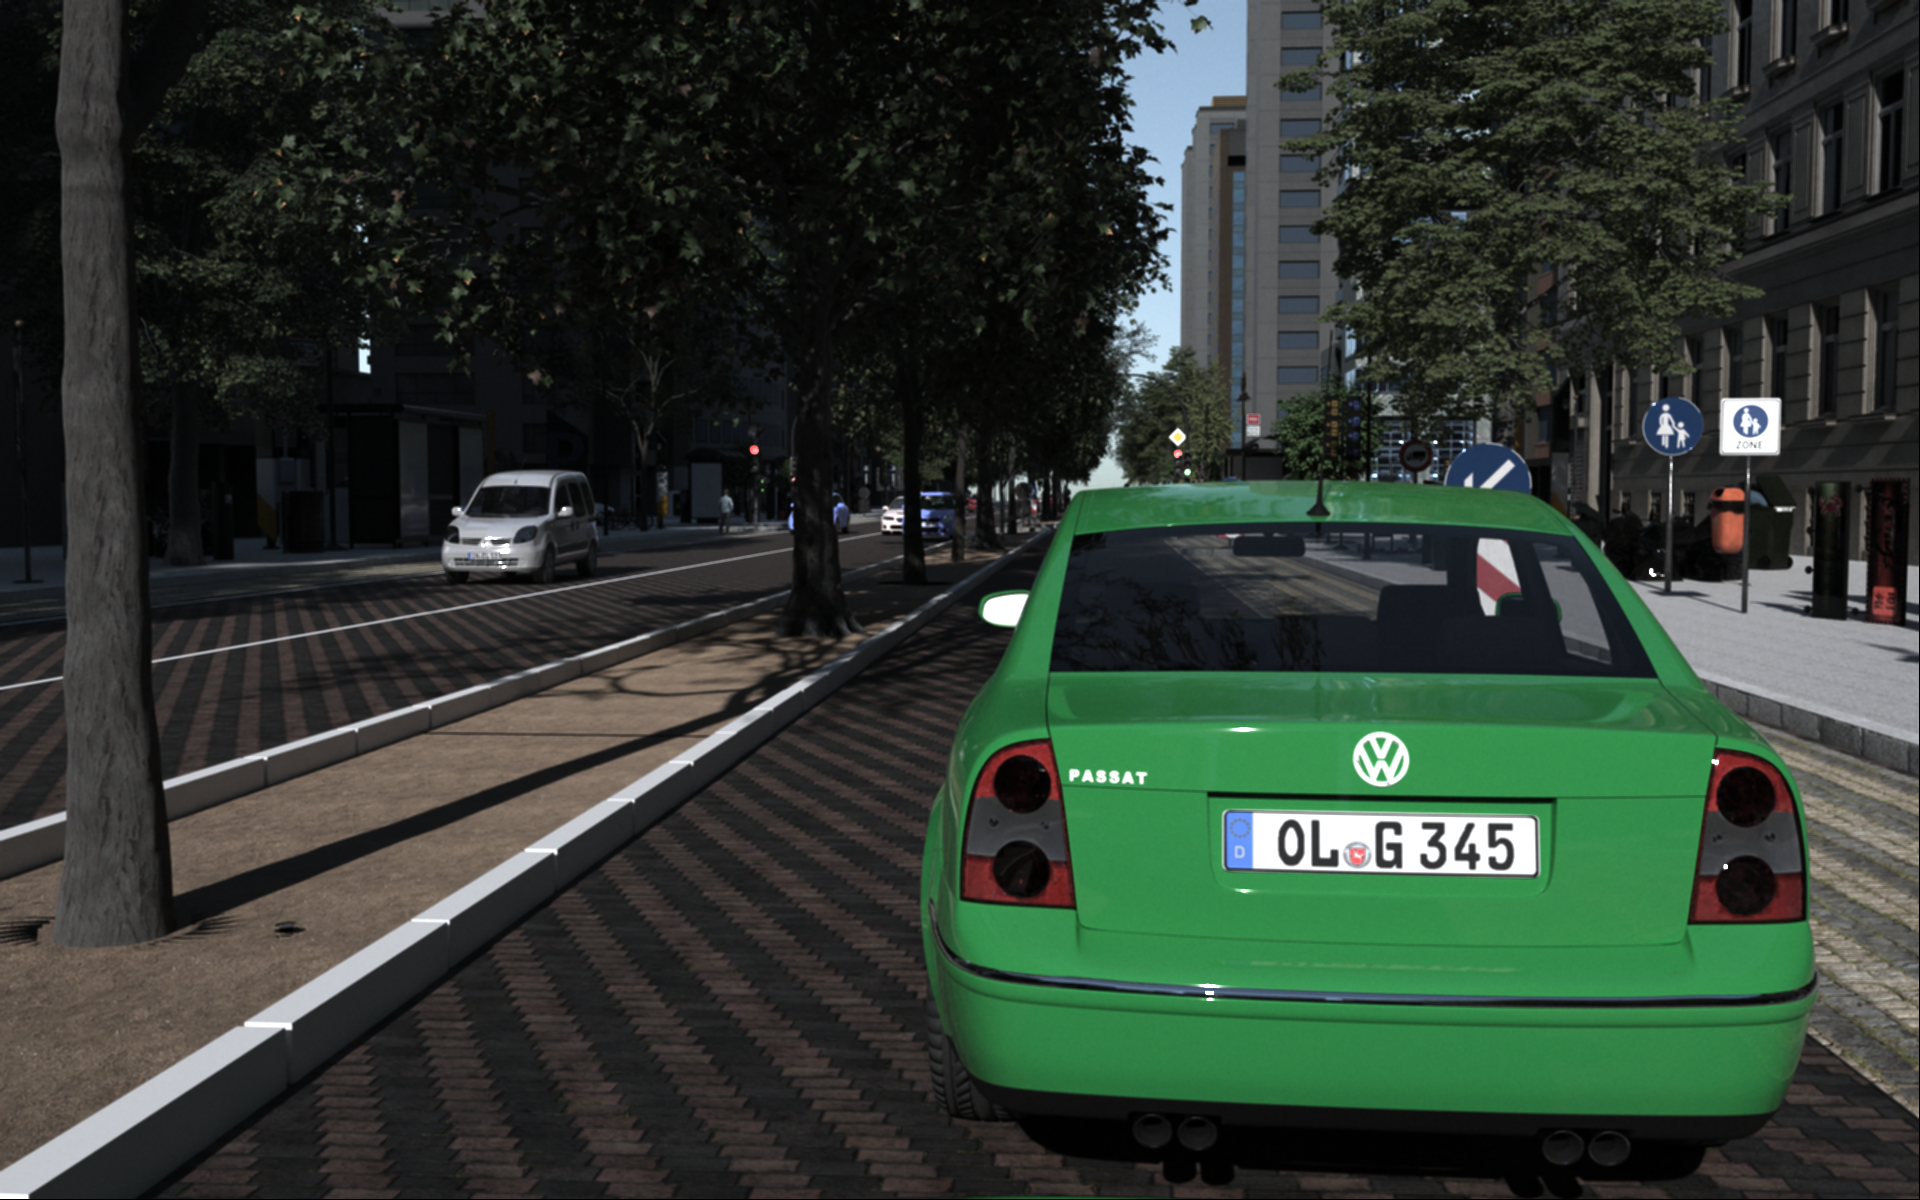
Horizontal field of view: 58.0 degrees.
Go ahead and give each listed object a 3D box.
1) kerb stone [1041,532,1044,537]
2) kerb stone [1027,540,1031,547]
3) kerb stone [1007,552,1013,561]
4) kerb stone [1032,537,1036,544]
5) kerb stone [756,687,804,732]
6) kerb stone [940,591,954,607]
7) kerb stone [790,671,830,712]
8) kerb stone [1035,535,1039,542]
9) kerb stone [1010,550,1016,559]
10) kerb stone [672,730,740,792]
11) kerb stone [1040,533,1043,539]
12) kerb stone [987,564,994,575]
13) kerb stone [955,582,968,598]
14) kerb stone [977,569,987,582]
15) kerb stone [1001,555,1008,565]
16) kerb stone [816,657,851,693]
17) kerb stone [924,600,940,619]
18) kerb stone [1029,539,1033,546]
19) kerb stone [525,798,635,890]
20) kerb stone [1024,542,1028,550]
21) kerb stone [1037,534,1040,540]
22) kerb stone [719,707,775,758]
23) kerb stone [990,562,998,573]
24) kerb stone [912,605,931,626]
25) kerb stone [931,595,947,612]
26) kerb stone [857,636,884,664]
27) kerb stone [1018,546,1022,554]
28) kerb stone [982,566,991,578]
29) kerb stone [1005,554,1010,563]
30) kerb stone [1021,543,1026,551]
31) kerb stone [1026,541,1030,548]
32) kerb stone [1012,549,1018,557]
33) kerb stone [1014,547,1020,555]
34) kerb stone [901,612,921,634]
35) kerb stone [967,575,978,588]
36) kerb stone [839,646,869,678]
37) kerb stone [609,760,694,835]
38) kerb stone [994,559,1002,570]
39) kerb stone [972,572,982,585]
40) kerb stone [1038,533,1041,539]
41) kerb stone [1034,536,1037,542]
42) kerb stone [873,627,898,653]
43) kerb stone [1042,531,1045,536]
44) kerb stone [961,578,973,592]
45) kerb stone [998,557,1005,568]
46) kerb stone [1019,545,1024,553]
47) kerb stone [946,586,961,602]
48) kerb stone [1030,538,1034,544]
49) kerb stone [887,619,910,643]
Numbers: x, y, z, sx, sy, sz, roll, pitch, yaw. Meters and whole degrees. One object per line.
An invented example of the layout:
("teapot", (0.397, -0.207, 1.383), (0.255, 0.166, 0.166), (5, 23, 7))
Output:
("kerb stone", (2.489, -1.986, 54.764), (0.120, 0.150, 1.000), (0, 4, 5))
("kerb stone", (1.731, -1.429, 45.558), (0.120, 0.150, 1.000), (0, 4, 5))
("kerb stone", (0.975, -0.861, 36.367), (0.120, 0.150, 1.000), (0, 4, 5))
("kerb stone", (1.979, -1.614, 48.620), (0.120, 0.150, 1.000), (0, 4, 5))
("kerb stone", (-1.136, 0.694, 10.853), (0.120, 0.150, 1.000), (0, 4, 5))
("kerb stone", (-0.210, 0.015, 22.071), (0.120, 0.150, 1.000), (0, 4, 5))
("kerb stone", (-1.046, 0.634, 11.872), (0.120, 0.150, 1.000), (0, 4, 5))
("kerb stone", (2.152, -1.741, 50.661), (0.120, 0.150, 1.000), (0, 4, 5))
("kerb stone", (1.061, -0.925, 37.389), (0.120, 0.150, 1.000), (0, 4, 5))
("kerb stone", (-1.297, 0.819, 8.804), (0.120, 0.150, 1.000), (0, 4, 5))
("kerb stone", (2.404, -1.929, 53.735), (0.120, 0.150, 1.000), (0, 4, 5))
("kerb stone", (0.464, -0.492, 30.238), (0.120, 0.150, 1.000), (0, 4, 5))
("kerb stone", (-0.029, -0.117, 24.110), (0.120, 0.150, 1.000), (0, 4, 5))
("kerb stone", (0.298, -0.367, 28.192), (0.120, 0.150, 1.000), (0, 4, 5))
("kerb stone", (0.806, -0.741, 34.320), (0.120, 0.150, 1.000), (0, 4, 5))
("kerb stone", (-0.960, 0.569, 12.890), (0.120, 0.150, 1.000), (0, 4, 5))
("kerb stone", (-0.368, 0.132, 20.032), (0.120, 0.150, 1.000), (0, 4, 5))
("kerb stone", (1.811, -1.486, 46.578), (0.120, 0.150, 1.000), (0, 4, 5))
("kerb stone", (-1.472, 0.944, 6.757), (0.120, 0.150, 1.000), (0, 4, 5))
("kerb stone", (1.562, -1.299, 43.521), (0.120, 0.150, 1.000), (0, 4, 5))
("kerb stone", (2.232, -1.803, 51.681), (0.120, 0.150, 1.000), (0, 4, 5))
("kerb stone", (-1.219, 0.757, 9.823), (0.120, 0.150, 1.000), (0, 4, 5))
("kerb stone", (0.552, -0.552, 31.257), (0.120, 0.150, 1.000), (0, 4, 5))
("kerb stone", (-0.458, 0.195, 19.008), (0.120, 0.150, 1.000), (0, 4, 5))
("kerb stone", (-0.293, 0.070, 21.051), (0.120, 0.150, 1.000), (0, 4, 5))
("kerb stone", (-0.797, 0.448, 14.928), (0.120, 0.150, 1.000), (0, 4, 5))
("kerb stone", (1.303, -1.115, 40.462), (0.120, 0.150, 1.000), (0, 4, 5))
("kerb stone", (0.390, -0.429, 29.211), (0.120, 0.150, 1.000), (0, 4, 5))
("kerb stone", (0.885, -0.802, 35.339), (0.120, 0.150, 1.000), (0, 4, 5))
("kerb stone", (1.478, -1.239, 42.502), (0.120, 0.150, 1.000), (0, 4, 5))
("kerb stone", (1.657, -1.367, 44.539), (0.120, 0.150, 1.000), (0, 4, 5))
("kerb stone", (1.143, -0.987, 38.418), (0.120, 0.150, 1.000), (0, 4, 5))
("kerb stone", (1.223, -1.051, 39.439), (0.120, 0.150, 1.000), (0, 4, 5))
("kerb stone", (-0.540, 0.262, 17.990), (0.120, 0.150, 1.000), (0, 4, 5))
("kerb stone", (0.133, -0.242, 26.148), (0.120, 0.150, 1.000), (0, 4, 5))
("kerb stone", (-0.875, 0.507, 13.909), (0.120, 0.150, 1.000), (0, 4, 5))
("kerb stone", (-1.384, 0.882, 7.776), (0.120, 0.150, 1.000), (0, 4, 5))
("kerb stone", (0.638, -0.616, 32.275), (0.120, 0.150, 1.000), (0, 4, 5))
("kerb stone", (0.217, -0.304, 27.170), (0.120, 0.150, 1.000), (0, 4, 5))
("kerb stone", (2.326, -1.866, 52.711), (0.120, 0.150, 1.000), (0, 4, 5))
("kerb stone", (2.058, -1.678, 49.639), (0.120, 0.150, 1.000), (0, 4, 5))
("kerb stone", (-0.711, 0.383, 15.947), (0.120, 0.150, 1.000), (0, 4, 5))
("kerb stone", (2.565, -2.055, 55.789), (0.120, 0.150, 1.000), (0, 4, 5))
("kerb stone", (0.054, -0.178, 25.129), (0.120, 0.150, 1.000), (0, 4, 5))
("kerb stone", (0.728, -0.679, 33.295), (0.120, 0.150, 1.000), (0, 4, 5))
("kerb stone", (1.394, -1.178, 41.483), (0.120, 0.150, 1.000), (0, 4, 5))
("kerb stone", (-0.121, -0.055, 23.092), (0.120, 0.150, 1.000), (0, 4, 5))
("kerb stone", (1.893, -1.554, 47.597), (0.120, 0.150, 1.000), (0, 4, 5))
("kerb stone", (-0.626, 0.320, 16.969), (0.120, 0.150, 1.000), (0, 4, 5))
